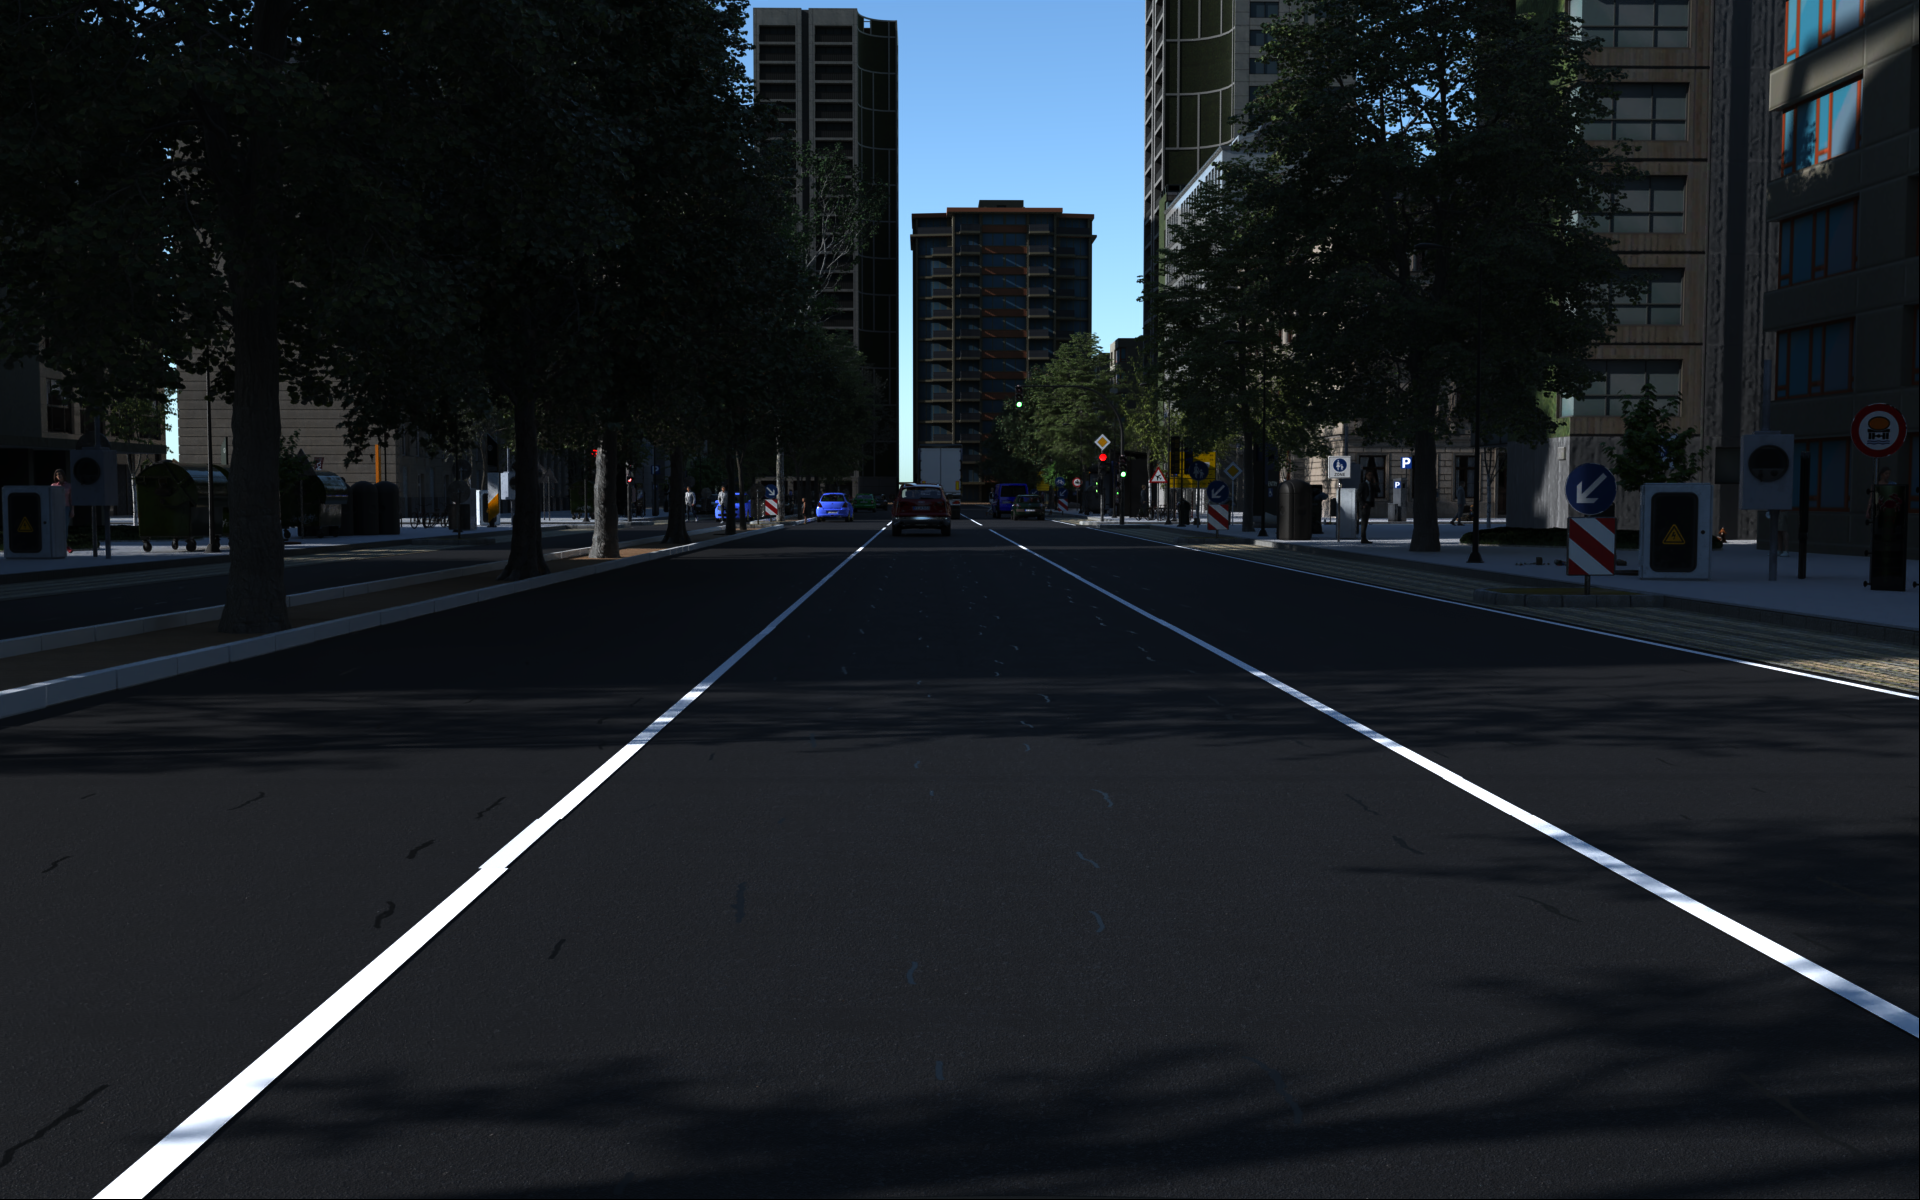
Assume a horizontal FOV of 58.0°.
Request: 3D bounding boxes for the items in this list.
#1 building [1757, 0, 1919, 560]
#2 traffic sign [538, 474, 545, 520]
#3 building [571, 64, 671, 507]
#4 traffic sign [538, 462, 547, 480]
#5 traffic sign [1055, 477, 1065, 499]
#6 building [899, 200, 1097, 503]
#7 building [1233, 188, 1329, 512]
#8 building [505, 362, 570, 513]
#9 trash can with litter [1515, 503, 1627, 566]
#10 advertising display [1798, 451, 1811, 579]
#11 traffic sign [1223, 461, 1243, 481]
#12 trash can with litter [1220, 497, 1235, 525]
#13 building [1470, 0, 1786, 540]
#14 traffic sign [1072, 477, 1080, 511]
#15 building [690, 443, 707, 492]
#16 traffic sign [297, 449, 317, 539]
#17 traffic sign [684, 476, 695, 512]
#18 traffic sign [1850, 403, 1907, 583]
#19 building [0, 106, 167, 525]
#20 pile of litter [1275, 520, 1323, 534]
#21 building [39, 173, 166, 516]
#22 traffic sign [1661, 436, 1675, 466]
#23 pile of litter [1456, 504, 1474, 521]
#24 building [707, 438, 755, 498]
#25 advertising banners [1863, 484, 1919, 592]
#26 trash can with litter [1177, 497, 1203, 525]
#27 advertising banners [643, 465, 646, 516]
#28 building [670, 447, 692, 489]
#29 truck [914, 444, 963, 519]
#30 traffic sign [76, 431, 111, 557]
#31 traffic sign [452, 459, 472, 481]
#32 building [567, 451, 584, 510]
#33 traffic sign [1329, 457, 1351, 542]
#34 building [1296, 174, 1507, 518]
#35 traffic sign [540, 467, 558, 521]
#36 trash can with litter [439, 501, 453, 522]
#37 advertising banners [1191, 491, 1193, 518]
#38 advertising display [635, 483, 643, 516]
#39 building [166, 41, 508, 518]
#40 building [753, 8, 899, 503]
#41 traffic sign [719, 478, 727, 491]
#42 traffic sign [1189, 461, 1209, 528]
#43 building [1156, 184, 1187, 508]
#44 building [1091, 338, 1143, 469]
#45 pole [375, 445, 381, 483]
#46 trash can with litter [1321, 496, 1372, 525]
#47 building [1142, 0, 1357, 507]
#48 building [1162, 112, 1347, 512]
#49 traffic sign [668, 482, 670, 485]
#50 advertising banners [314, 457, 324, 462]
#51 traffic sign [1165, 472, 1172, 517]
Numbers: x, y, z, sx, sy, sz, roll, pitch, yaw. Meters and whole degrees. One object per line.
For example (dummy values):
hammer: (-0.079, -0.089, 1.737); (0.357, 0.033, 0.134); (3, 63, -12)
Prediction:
building: (32.591, -11.029, 25.366); (27.650, 21.520, 28.899); (0, 4, -1)
traffic sign: (-20.410, -5.200, 85.020); (0.884, 2.594, 0.081); (0, 4, 3)
building: (-40.965, -38.311, 168.383); (21.231, 58.520, 28.212); (0, 4, -1)
traffic sign: (-16.948, -4.262, 69.422); (0.795, 2.593, 0.064); (0, 3, 0)
traffic sign: (7.361, -7.801, 127.659); (0.768, 2.556, 0.104); (0, 4, 5)
building: (5.385, -37.057, 260.503); (28.867, 44.769, 22.147); (0, 4, -1)
building: (25.340, -17.109, 115.886); (11.583, 22.565, 21.152); (0, 4, -1)
building: (-35.071, -18.123, 125.193); (11.050, 23.489, 19.941); (0, 4, -1)
trash can with litter: (11.129, -1.240, 31.327); (2.233, 1.210, 1.678); (0, 4, 2)
advertising display: (12.903, -1.301, 26.479); (0.123, 1.923, 0.974); (2, 4, 27)
traffic sign: (10.875, -4.231, 68.906); (0.795, 2.593, 0.064); (0, 4, 8)
trash can with litter: (10.757, -3.661, 71.250); (1.055, 1.170, 0.624); (-2, 4, -32)
building: (23.820, -22.656, 54.023); (14.154, 41.232, 14.086); (0, 4, -1)
traffic sign: (8.889, -8.026, 131.333); (0.768, 2.556, 0.104); (0, 4, 3)
building: (-41.976, -47.098, 208.306); (20.611, 71.187, 20.563); (0, 4, -1)
traffic sign: (-18.794, -3.024, 49.439); (0.884, 2.594, 0.081); (0, 4, 2)
traffic sign: (-18.991, -7.440, 121.756); (0.768, 2.556, 0.104); (0, 3, 0)
traffic sign: (12.842, -1.480, 24.305); (0.768, 2.556, 0.104); (0, 4, 4)
building: (-42.298, -24.131, 49.163); (28.867, 44.769, 22.147); (0, 4, -1)
pile of litter: (10.995, -2.572, 56.015); (1.719, 0.858, 1.176); (0, 4, -4)
building: (-67.111, -18.028, 99.273); (34.151, 26.468, 19.350); (0, 4, -1)
traffic sign: (11.766, -1.657, 29.224); (0.606, 2.300, 0.079); (0, 4, 3)
pile of litter: (23.972, -4.153, 81.863); (1.176, 0.858, 1.719); (2, 4, 34)
building: (-44.591, -36.965, 258.996); (28.867, 44.769, 22.147); (0, 4, -1)
advertising banners: (12.689, -1.595, 22.265); (0.090, 3.025, 2.074); (-2, 4, -32)
trash can with litter: (9.574, -3.714, 72.116); (1.055, 1.170, 0.624); (0, 4, 1)
advertising banners: (-18.899, -6.572, 103.634); (0.090, 3.025, 2.074); (-1, 4, -12)
building: (-37.645, -31.013, 190.649); (14.154, 41.232, 14.086); (0, 4, -1)
truck: (-1.265, -6.959, 102.692); (2.839, 4.237, 11.283); (0, 4, -2)
traffic sign: (-17.652, -2.151, 35.279); (0.768, 2.556, 0.104); (0, 4, 7)
traffic sign: (-18.088, -3.840, 62.883); (0.768, 2.556, 0.104); (1, 4, 8)
building: (-36.313, -19.165, 143.028); (12.332, 23.373, 15.834); (0, 4, -1)
traffic sign: (10.203, -2.720, 46.598); (0.606, 2.300, 0.079); (0, 4, 2)
building: (29.176, -14.177, 96.414); (19.286, 19.102, 10.561); (0, 4, -1)
traffic sign: (-19.789, -5.102, 83.428); (0.884, 2.594, 0.081); (0, 4, 3)
trash can with litter: (-23.800, -4.258, 80.674); (1.678, 1.210, 2.233); (2, 4, 29)
advertising banners: (12.258, -5.816, 91.279); (0.090, 3.025, 2.074); (0, 4, 6)
advertising display: (-18.782, -5.878, 101.314); (0.123, 1.923, 0.974); (1, 4, 12)
building: (-35.584, -18.674, 102.579); (12.463, 27.353, 25.104); (0, 4, -1)
building: (-19.538, -50.180, 258.692); (20.611, 71.187, 20.563); (0, 4, -1)
traffic sign: (-18.855, -8.409, 137.598); (0.768, 2.556, 0.104); (0, 4, 1)
traffic sign: (9.104, -4.041, 66.182); (0.768, 2.556, 0.104); (0, 4, 0)
building: (25.473, -23.988, 163.907); (14.160, 30.474, 14.107); (0, 4, -1)
building: (31.026, -22.124, 206.760); (27.650, 21.520, 28.899); (0, 4, -1)
pole: (-23.976, -4.746, 71.439); (0.158, 3.312, 0.155); (0, 3, 0)
trash can with litter: (16.067, -3.747, 72.322); (2.233, 1.210, 1.678); (2, 4, 29)
building: (28.421, -45.370, 180.056); (20.563, 71.187, 20.611); (0, 4, -1)
building: (24.094, -22.238, 141.077); (11.434, 29.767, 29.804); (0, 4, -1)
traffic sign: (-20.768, -7.664, 125.414); (0.768, 2.556, 0.104); (0, 4, 5)
advertising banners: (-30.775, -5.208, 81.335); (0.090, 3.025, 2.074); (3, 5, 39)
traffic sign: (11.743, -5.888, 96.376); (0.768, 2.556, 0.104); (0, 4, 2)
